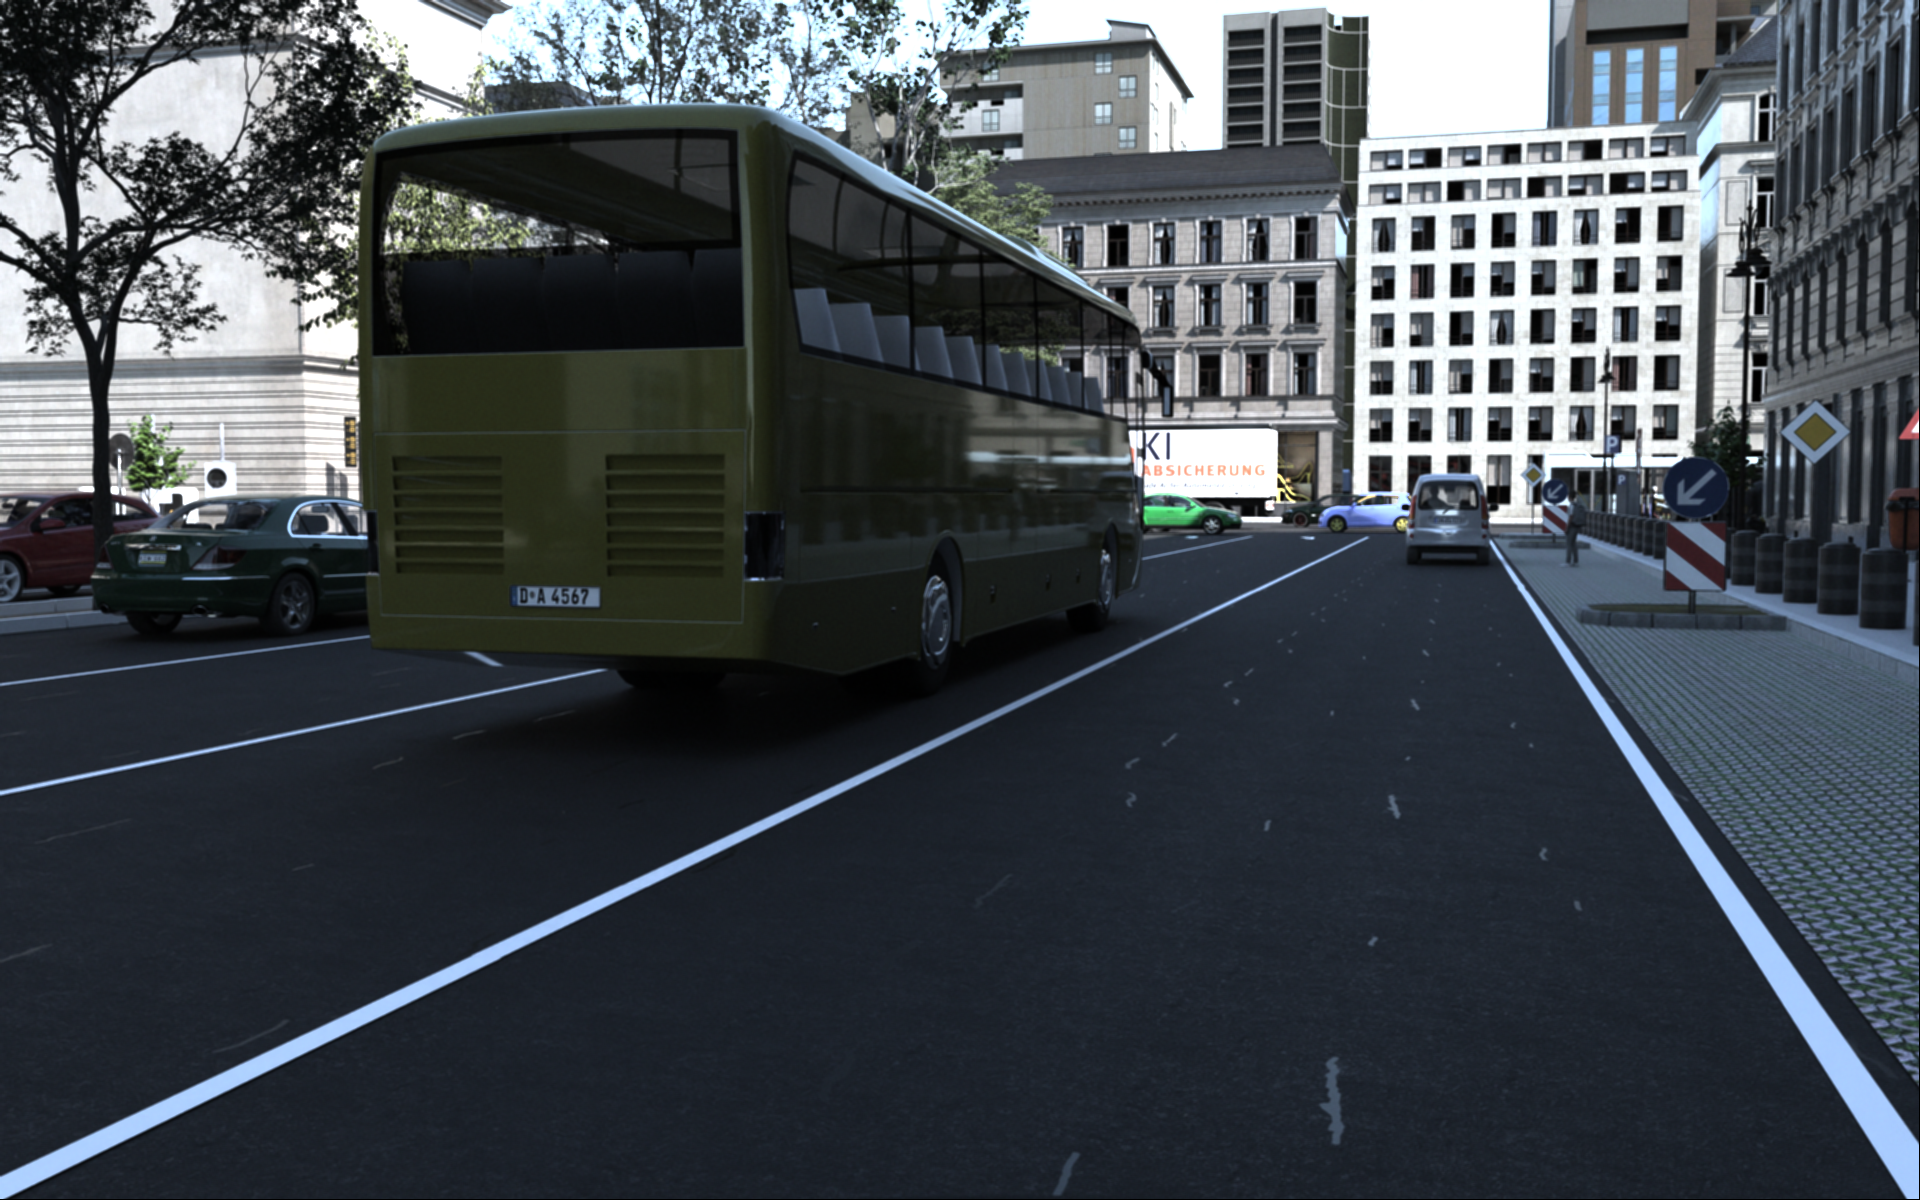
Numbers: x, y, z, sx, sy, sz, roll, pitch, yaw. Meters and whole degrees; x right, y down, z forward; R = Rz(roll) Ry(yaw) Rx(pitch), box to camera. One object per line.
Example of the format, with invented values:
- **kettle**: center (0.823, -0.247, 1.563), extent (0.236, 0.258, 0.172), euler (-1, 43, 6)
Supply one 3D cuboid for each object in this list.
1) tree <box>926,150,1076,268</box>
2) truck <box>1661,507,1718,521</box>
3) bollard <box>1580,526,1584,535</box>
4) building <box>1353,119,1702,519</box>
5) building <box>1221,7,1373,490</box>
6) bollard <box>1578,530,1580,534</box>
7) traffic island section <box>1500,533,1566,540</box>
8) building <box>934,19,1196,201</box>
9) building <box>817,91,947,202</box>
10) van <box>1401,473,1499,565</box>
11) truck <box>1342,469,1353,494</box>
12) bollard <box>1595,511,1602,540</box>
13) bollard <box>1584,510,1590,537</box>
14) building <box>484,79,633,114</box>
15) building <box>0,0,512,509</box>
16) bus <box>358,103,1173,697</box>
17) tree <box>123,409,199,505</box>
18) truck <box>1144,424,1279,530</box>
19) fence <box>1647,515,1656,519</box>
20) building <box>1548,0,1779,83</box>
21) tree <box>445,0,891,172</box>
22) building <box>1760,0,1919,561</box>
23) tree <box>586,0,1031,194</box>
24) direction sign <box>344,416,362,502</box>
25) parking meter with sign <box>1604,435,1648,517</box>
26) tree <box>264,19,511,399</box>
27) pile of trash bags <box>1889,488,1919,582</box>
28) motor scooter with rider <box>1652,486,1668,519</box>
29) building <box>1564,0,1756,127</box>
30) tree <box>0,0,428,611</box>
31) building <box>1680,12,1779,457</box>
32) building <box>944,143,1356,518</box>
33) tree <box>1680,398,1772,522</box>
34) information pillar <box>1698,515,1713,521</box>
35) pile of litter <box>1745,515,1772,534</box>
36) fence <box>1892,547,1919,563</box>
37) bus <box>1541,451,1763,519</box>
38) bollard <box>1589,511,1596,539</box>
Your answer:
- **tree**: center (0.399, -8.352, 57.142), extent (7.486, 12.596, 7.792), euler (0, 3, 0)
- **truck**: center (34.360, -4.270, 59.565), extent (18.799, 4.110, 2.967), euler (1, 4, 15)
- **bollard**: center (19.563, -2.392, 53.820), extent (0.404, 0.777, 0.398), euler (0, 3, 0)
- **building**: center (30.391, -14.643, 94.161), extent (16.860, 20.320, 10.420), euler (1, 4, 16)
- **building**: center (50.277, -50.189, 258.836), extent (20.611, 71.187, 20.563), euler (1, 4, 16)
- **bollard**: center (20.131, -2.512, 55.795), extent (0.404, 0.777, 0.398), euler (0, 3, 0)
- **traffic island section**: center (18.345, -2.028, 55.444), extent (2.009, 0.180, 2.903), euler (1, 4, 16)
- **building**: center (11.651, -37.567, 203.453), extent (27.495, 52.752, 28.713), euler (1, 4, 16)
- **building**: center (-11.372, -36.075, 213.523), extent (21.600, 48.544, 21.300), euler (1, 4, 16)
- **van**: center (10.313, -1.805, 36.521), extent (2.013, 2.044, 4.112), euler (1, 4, 16)
- **truck**: center (39.278, -11.728, 181.503), extent (2.967, 4.110, 18.799), euler (1, 4, 17)
- **bollard**: center (17.866, -2.031, 47.927), extent (0.404, 0.777, 0.398), euler (0, 3, 0)
- **bollard**: center (19.001, -2.272, 51.862), extent (0.404, 0.777, 0.398), euler (0, 3, 0)
- **building**: center (-38.363, -20.813, 116.701), extent (44.131, 29.872, 17.030), euler (1, 4, 16)
- **building**: center (-27.187, -13.547, 57.649), extent (21.152, 22.565, 11.583), euler (1, 4, 16)
- **bus**: center (-0.517, -1.449, 15.242), extent (2.896, 3.916, 12.252), euler (1, 4, 16)
- **tree**: center (-18.092, -2.682, 38.453), extent (1.663, 3.219, 1.824), euler (0, 3, 0)
- **truck**: center (7.312, -5.055, 71.565), extent (11.283, 4.237, 2.839), euler (1, 4, 17)
- **fence**: center (19.449, -2.039, 48.711), extent (0.278, 0.683, 2.069), euler (1, 4, 15)
- **building**: center (68.826, -38.473, 171.033), extent (21.231, 58.520, 28.212), euler (1, 4, 16)
- **tree**: center (-6.056, -7.467, 34.906), extent (12.009, 13.543, 11.850), euler (0, 3, 0)
- **building**: center (25.116, -11.644, 39.532), extent (9.793, 20.994, 18.267), euler (1, 4, 16)
- **tree**: center (-3.510, -11.569, 47.492), extent (12.611, 20.169, 13.585), euler (0, 3, 0)
- **direction sign**: center (-17.611, -3.599, 50.837), extent (0.876, 3.537, 0.379), euler (-3, 5, -44)
- **parking meter with sign**: center (20.005, -3.393, 51.738), extent (1.738, 3.016, 0.543), euler (-2, 4, -32)
- **tree**: center (-8.227, -4.510, 26.563), extent (4.737, 8.622, 4.395), euler (0, 3, 0)
- **pile of trash bags**: center (15.148, -0.919, 24.786), extent (3.447, 1.369, 1.912), euler (2, 4, 35)
- **motor scooter with rider**: center (27.759, -3.645, 68.559), extent (1.986, 1.779, 0.876), euler (1, 4, 15)
- **building**: center (60.392, -30.686, 151.832), extent (14.600, 45.320, 14.200), euler (1, 4, 16)
- **tree**: center (-10.003, -5.115, 20.502), extent (8.767, 10.594, 7.601), euler (1, 4, 16)
- **building**: center (61.003, -19.115, 88.952), extent (44.131, 29.872, 17.030), euler (1, 4, 16)
- **building**: center (2.210, -15.363, 102.102), extent (40.483, 20.767, 10.553), euler (1, 4, 16)
- **tree**: center (15.468, -2.452, 34.698), extent (1.663, 3.219, 1.824), euler (0, 3, 0)
- **information pillar**: center (17.522, -2.213, 40.669), extent (0.304, 2.012, 0.304), euler (2, 4, 27)
- **pile of litter**: center (16.653, -1.389, 36.682), extent (1.719, 0.858, 1.176), euler (1, 4, 8)
- **fence**: center (17.392, -1.154, 30.073), extent (2.264, 1.192, 0.480), euler (2, 4, 31)
- **bus**: center (31.733, -4.811, 73.514), extent (13.247, 3.499, 2.948), euler (1, 4, 16)
- **bollard**: center (18.435, -2.152, 49.899), extent (0.404, 0.777, 0.398), euler (0, 3, 0)
